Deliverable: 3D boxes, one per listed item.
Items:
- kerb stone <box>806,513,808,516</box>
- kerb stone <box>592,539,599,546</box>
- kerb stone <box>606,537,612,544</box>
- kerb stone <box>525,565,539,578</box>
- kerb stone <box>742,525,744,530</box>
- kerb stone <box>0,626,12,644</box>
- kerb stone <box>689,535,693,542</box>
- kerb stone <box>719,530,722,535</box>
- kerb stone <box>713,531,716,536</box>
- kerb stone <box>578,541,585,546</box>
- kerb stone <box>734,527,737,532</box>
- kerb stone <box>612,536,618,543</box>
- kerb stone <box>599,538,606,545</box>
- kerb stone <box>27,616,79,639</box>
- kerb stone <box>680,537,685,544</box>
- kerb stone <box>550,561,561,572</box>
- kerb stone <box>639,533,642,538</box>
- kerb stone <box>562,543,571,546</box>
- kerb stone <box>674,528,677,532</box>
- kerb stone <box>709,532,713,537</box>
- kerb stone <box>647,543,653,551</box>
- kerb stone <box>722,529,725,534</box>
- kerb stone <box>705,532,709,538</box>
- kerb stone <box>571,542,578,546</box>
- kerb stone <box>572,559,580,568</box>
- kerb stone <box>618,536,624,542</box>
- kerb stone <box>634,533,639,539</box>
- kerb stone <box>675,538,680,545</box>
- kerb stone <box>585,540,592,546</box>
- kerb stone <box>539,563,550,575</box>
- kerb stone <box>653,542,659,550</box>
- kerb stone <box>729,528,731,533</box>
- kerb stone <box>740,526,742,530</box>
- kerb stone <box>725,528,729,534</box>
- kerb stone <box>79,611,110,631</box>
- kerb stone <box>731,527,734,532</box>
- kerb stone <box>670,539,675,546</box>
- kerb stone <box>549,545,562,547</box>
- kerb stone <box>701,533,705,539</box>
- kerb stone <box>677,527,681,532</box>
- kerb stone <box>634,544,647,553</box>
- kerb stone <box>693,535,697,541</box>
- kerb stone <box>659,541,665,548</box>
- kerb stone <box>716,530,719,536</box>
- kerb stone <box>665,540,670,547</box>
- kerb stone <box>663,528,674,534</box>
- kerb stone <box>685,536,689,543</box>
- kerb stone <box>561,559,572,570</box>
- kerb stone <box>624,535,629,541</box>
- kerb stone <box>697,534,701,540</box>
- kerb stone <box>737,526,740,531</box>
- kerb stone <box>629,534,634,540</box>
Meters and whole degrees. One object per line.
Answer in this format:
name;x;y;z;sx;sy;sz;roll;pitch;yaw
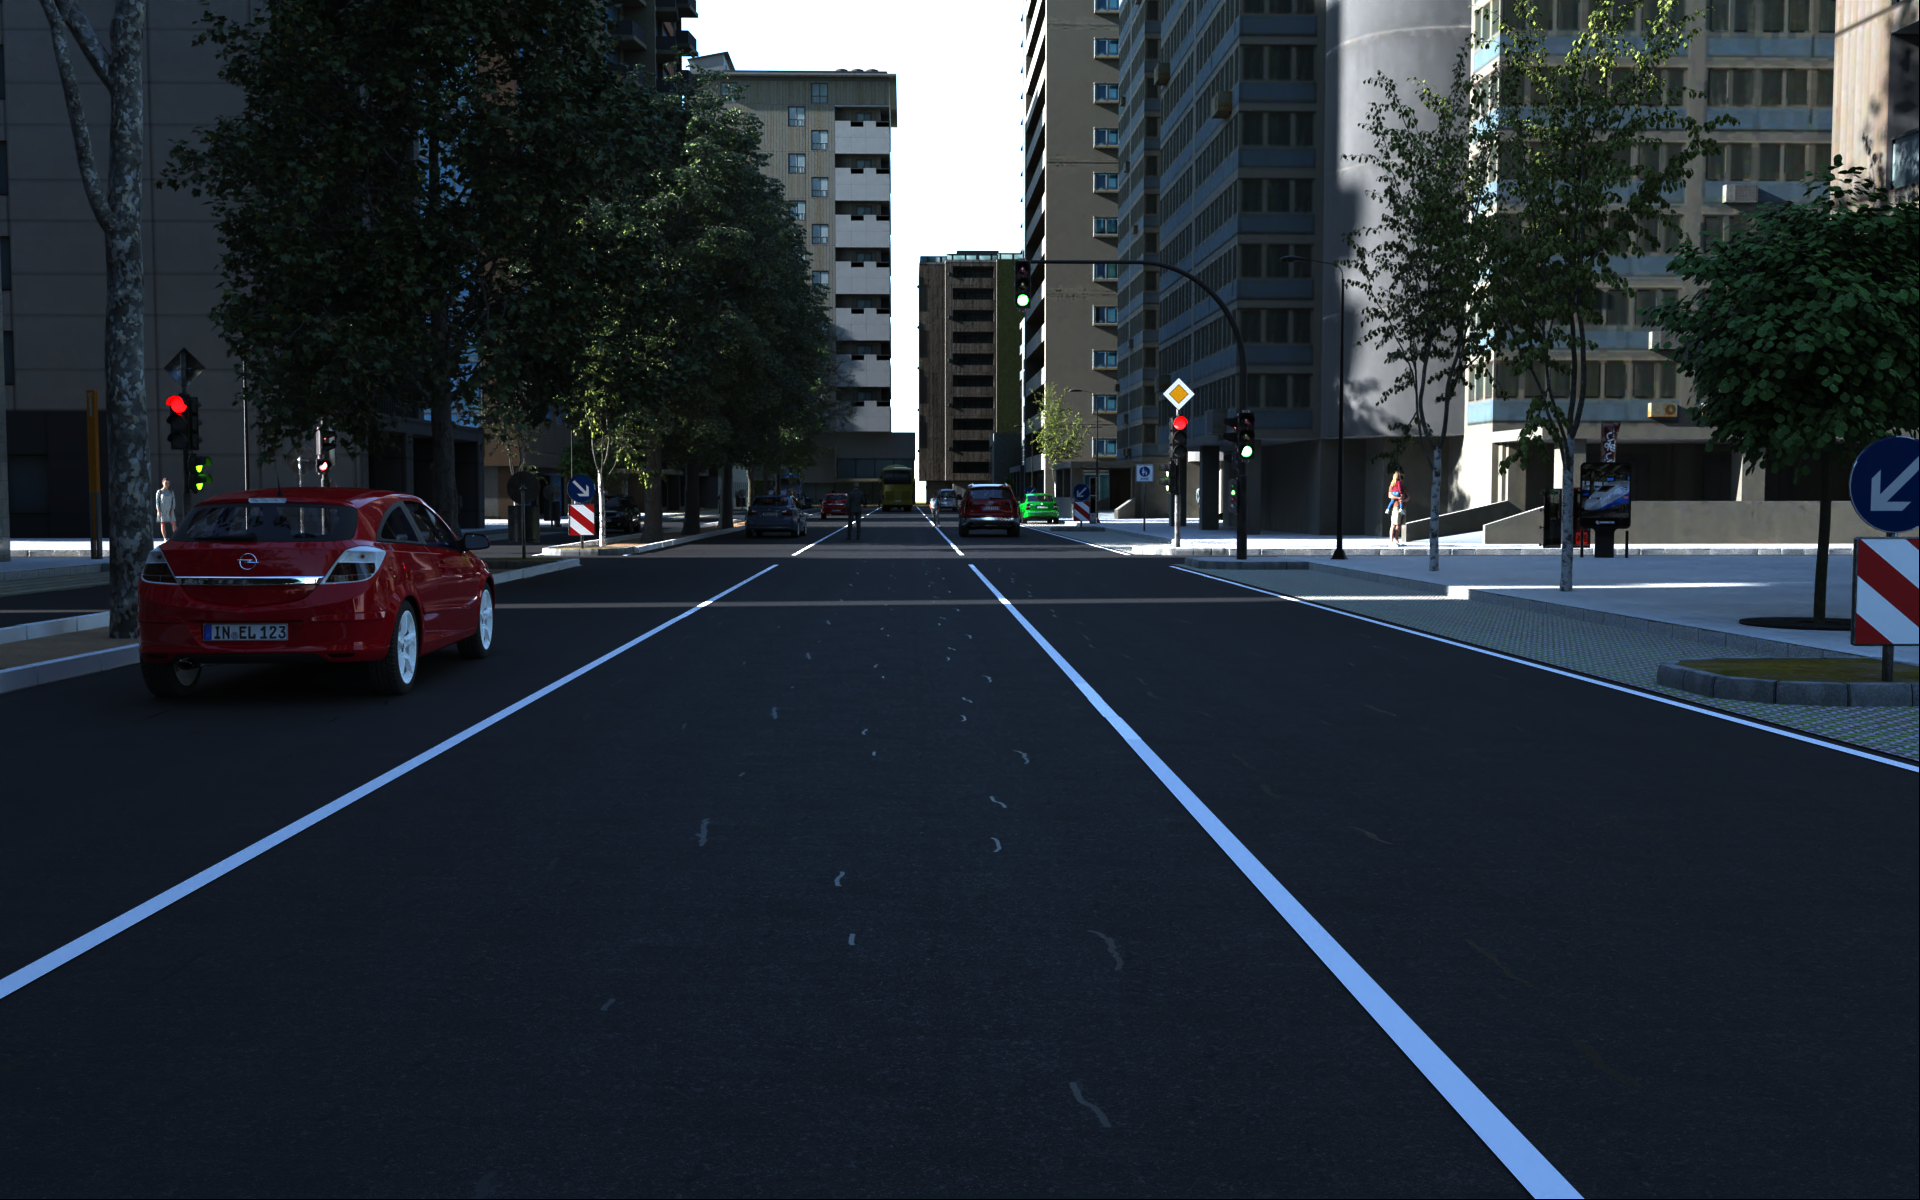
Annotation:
kerb stone;-10.196;-5.700;115.407;0.120;0.150;1.000;0;4;-2
kerb stone;-10.158;-1.560;47.693;0.120;0.150;1.000;0;4;-2
kerb stone;-10.217;-1.683;49.753;0.120;0.150;1.000;0;4;-2
kerb stone;-7.477;-0.470;29.874;0.120;0.150;1.000;0;4;-2
kerb stone;-8.708;-2.817;68.277;0.120;0.150;1.000;0;4;-2
kerb stone;-9.157;0.360;16.403;0.120;0.150;1.000;0;4;-2
kerb stone;-8.186;-1.816;51.881;0.120;0.150;1.000;0;4;-2
kerb stone;-8.451;-2.315;60.076;0.120;0.150;1.000;0;4;-2
kerb stone;-8.377;-2.192;58.031;0.120;0.150;1.000;0;4;-2
kerb stone;-10.091;-1.434;45.647;0.120;0.150;1.000;0;4;-2
kerb stone;-8.612;-2.631;65.205;0.120;0.150;1.000;0;4;-2
kerb stone;-10.255;-1.748;50.777;0.120;0.150;1.000;0;4;-2
kerb stone;-10.186;-1.620;48.716;0.120;0.150;1.000;0;4;-2
kerb stone;-9.192;0.292;17.429;0.120;0.150;1.000;0;4;-2
kerb stone;-8.117;-1.684;49.815;0.120;0.150;1.000;0;4;-2
kerb stone;-7.552;-0.595;31.917;0.120;0.150;1.000;0;4;-2
kerb stone;-10.413;-2.061;55.891;0.120;0.150;1.000;0;4;-2
kerb stone;-10.018;-1.308;43.597;0.120;0.150;1.000;0;4;-2
kerb stone;-10.672;-2.561;64.073;0.120;0.150;1.000;0;4;-2
kerb stone;-8.341;-2.129;57.009;0.120;0.150;1.000;0;4;-2
kerb stone;-7.928;-1.313;43.659;0.120;0.150;1.000;0;4;-2
kerb stone;-8.475;-2.379;61.098;0.120;0.150;1.000;0;4;-2
kerb stone;-8.312;-2.065;55.987;0.120;0.150;1.000;0;4;-2
kerb stone;-10.054;-1.370;44.622;0.120;0.150;1.000;0;4;-2
kerb stone;-7.616;-0.720;33.968;0.120;0.150;1.000;0;4;-2
kerb stone;-10.281;-1.811;51.801;0.120;0.150;1.000;0;4;-2
kerb stone;-10.379;-1.998;54.869;0.120;0.150;1.000;0;4;-2
kerb stone;-8.079;-1.626;48.783;0.120;0.150;1.000;0;4;-2
kerb stone;-10.124;-1.497;46.669;0.120;0.150;1.000;0;4;-2
kerb stone;-7.522;-0.532;30.896;0.120;0.150;1.000;0;4;-2
kerb stone;-7.960;-1.373;44.685;0.120;0.150;1.000;0;4;-2
kerb stone;-8.541;-2.497;63.145;0.120;0.150;1.000;0;4;-2
kerb stone;-8.676;-2.756;67.254;0.120;0.150;1.000;0;4;-2
kerb stone;-8.505;-2.442;62.123;0.120;0.150;1.000;0;4;-2
kerb stone;-9.225;0.229;18.453;0.120;0.150;1.000;0;4;-2
kerb stone;-8.576;-2.568;64.177;0.120;0.150;1.000;0;4;-2
kerb stone;-8.056;-1.564;47.761;0.120;0.150;1.000;0;4;-2
kerb stone;-9.995;-1.246;42.572;0.120;0.150;1.000;0;4;-2
kerb stone;-8.278;-2.004;54.965;0.120;0.150;1.000;0;4;-2
kerb stone;-10.701;-2.620;65.096;0.120;0.150;1.000;0;4;-2
kerb stone;-7.891;-1.246;42.632;0.120;0.150;1.000;0;4;-2
kerb stone;-8.222;-1.878;52.906;0.120;0.150;1.000;0;4;-2
kerb stone;-7.992;-1.439;45.717;0.120;0.150;1.000;0;4;-2
kerb stone;-8.409;-2.254;59.053;0.120;0.150;1.000;0;4;-2
kerb stone;-8.012;-1.498;46.740;0.120;0.150;1.000;0;4;-2
kerb stone;-10.634;-2.497;63.043;0.120;0.150;1.000;0;4;-2
kerb stone;-8.152;-1.747;50.850;0.120;0.150;1.000;0;4;-2
kerb stone;-7.583;-0.656;32.946;0.120;0.150;1.000;0;4;-2
kerb stone;-10.311;-1.873;52.822;0.120;0.150;1.000;0;4;-2
kerb stone;-8.247;-1.941;53.928;0.120;0.150;1.000;0;4;-2
kerb stone;-8.636;-2.693;66.227;0.120;0.150;1.000;0;4;-2
kerb stone;-10.344;-1.936;53.844;0.120;0.150;1.000;0;4;-2
